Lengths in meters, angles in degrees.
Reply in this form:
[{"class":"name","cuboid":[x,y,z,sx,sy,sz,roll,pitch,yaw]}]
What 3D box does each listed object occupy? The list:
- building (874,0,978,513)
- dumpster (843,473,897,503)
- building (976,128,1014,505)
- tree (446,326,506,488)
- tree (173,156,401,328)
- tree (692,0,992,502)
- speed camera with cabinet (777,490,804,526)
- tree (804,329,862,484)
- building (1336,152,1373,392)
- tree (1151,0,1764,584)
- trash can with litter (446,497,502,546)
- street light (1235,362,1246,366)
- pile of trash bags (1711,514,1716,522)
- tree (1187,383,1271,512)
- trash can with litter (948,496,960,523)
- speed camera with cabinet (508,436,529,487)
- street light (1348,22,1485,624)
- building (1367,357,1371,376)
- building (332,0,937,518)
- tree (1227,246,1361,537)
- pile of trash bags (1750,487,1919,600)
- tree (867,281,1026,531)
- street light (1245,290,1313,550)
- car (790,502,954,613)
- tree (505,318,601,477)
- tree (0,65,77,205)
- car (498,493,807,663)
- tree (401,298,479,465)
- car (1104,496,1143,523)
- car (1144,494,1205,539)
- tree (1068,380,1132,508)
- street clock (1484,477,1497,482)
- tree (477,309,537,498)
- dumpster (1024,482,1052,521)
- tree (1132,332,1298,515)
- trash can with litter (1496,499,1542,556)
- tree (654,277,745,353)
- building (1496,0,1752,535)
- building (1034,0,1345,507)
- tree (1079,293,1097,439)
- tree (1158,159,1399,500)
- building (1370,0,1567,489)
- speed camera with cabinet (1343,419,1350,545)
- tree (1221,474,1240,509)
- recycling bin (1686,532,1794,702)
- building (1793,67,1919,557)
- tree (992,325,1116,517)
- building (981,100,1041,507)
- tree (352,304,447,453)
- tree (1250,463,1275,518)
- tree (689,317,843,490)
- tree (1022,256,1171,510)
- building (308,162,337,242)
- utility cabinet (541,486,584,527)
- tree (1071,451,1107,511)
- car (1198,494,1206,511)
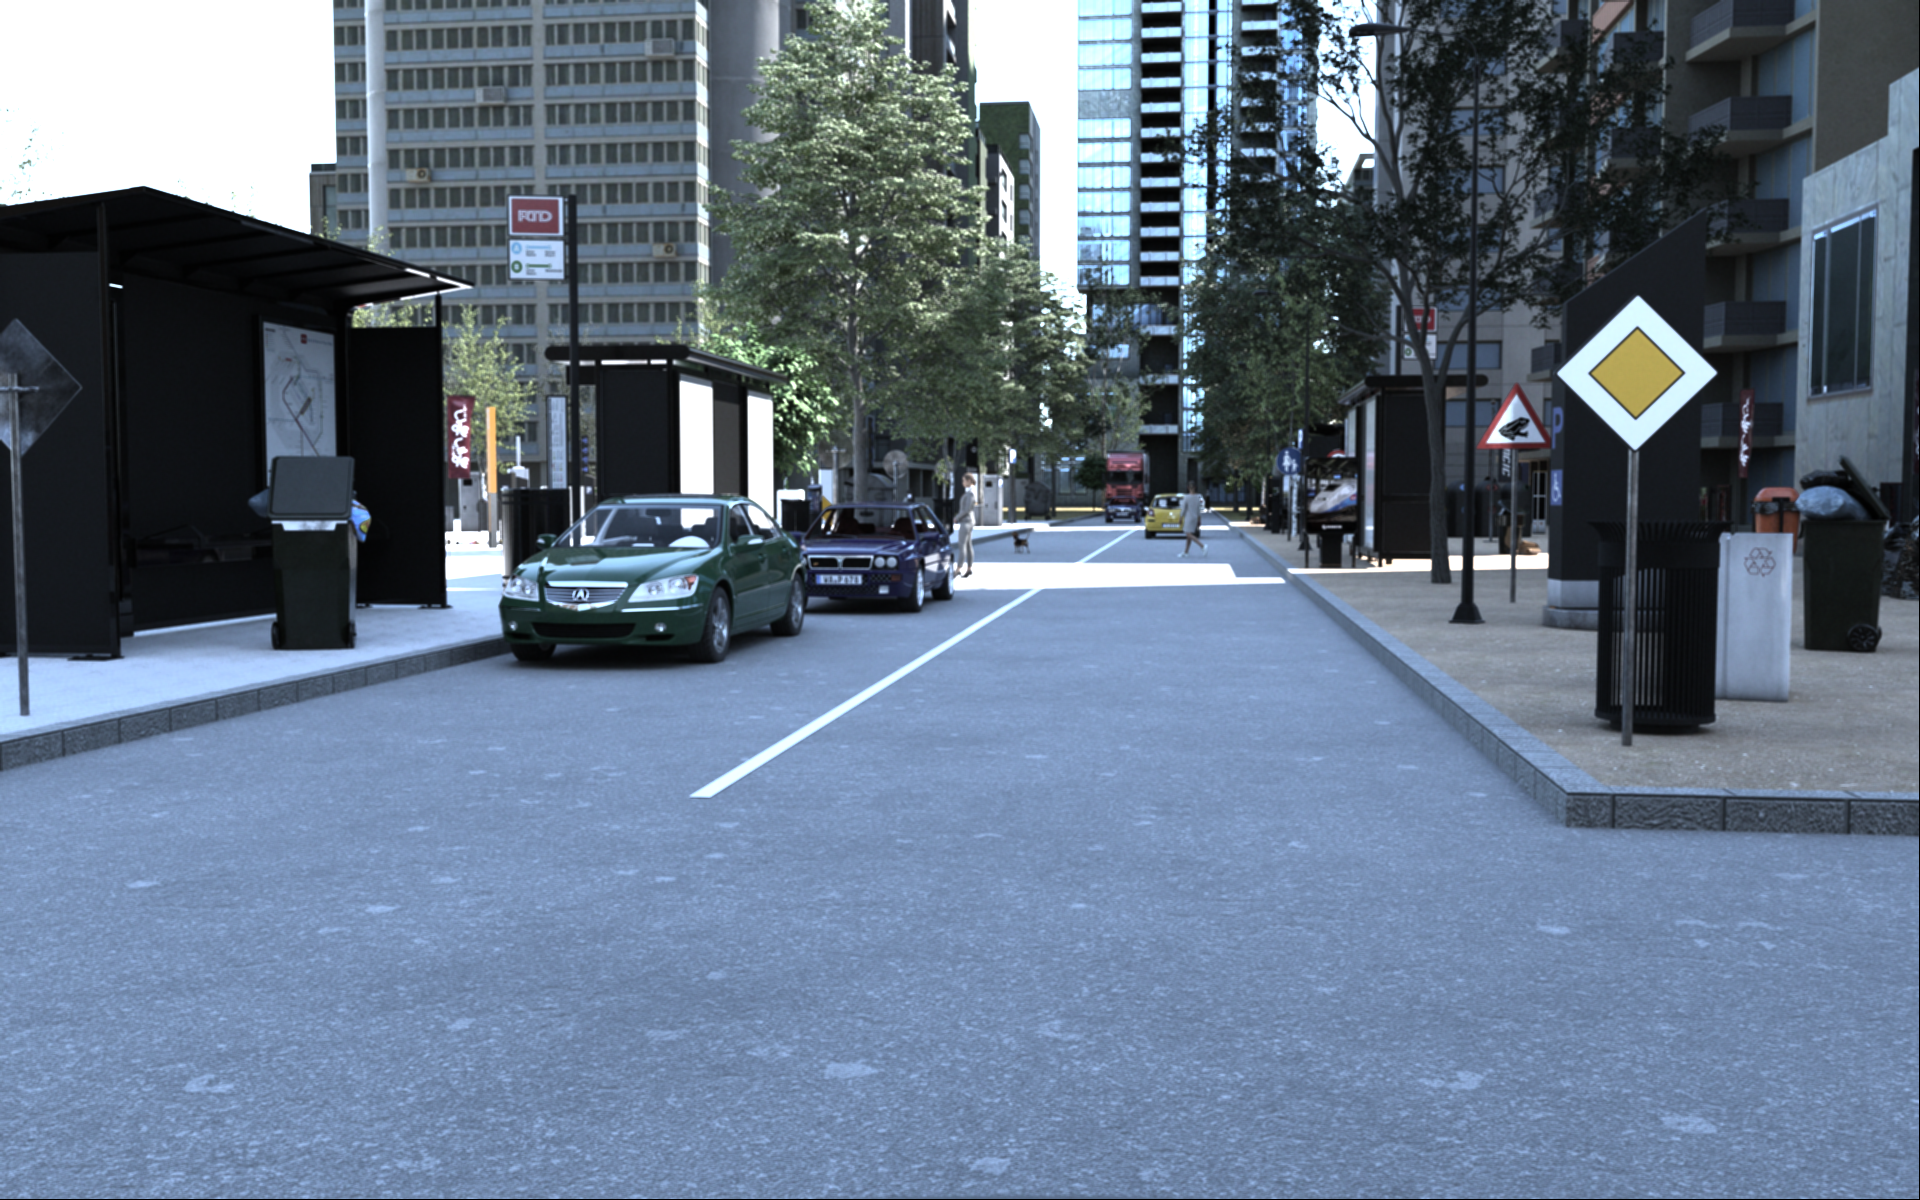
[{"class":"building","cuboid":[-6.621,-26.507,116.978,14.154,41.232,14.086,0,4,8]},{"class":"dumpster","cuboid":[-2.538,-2.615,48.509,1.264,1.857,1.865,0,4,8]},{"class":"building","cuboid":[-2.735,-22.939,146.759,14.107,30.474,14.160,0,4,8]},{"class":"tree","cuboid":[-21.825,-7.621,74.961,4.360,8.622,3.978,0,3,0]},{"class":"tree","cuboid":[-15.911,-5.401,38.675,4.737,8.622,4.395,0,3,0]},{"class":"tree","cuboid":[-2.689,-7.469,40.246,7.486,12.596,7.792,0,3,0]},{"class":"speed camera with cabinet","cuboid":[-7.412,-4.673,70.740,2.038,3.252,0.660,1,4,15]},{"class":"tree","cuboid":[-6.245,-7.689,76.084,4.737,8.622,4.395,0,3,0]},{"class":"building","cuboid":[53.326,-30.232,186.174,23.993,40.220,32.217,0,4,8]},{"class":"tree","cuboid":[6.984,-5.536,24.923,8.767,10.594,7.601,0,4,7]},{"class":"trash can with litter","cuboid":[-12.275,-2.005,43.847,2.233,1.210,1.678,0,4,0]},{"class":"street light","cuboid":[10.345,-5.420,61.164,1.470,5.913,1.316,0,4,8]},{"class":"pile of trash bags","cuboid":[14.188,-1.496,34.219,1.912,1.369,3.447,2,4,32]},{"class":"tree","cuboid":[19.967,-12.515,122.747,7.486,12.596,7.792,0,3,0]},{"class":"trash can with litter","cuboid":[-0.286,-3.981,76.145,1.678,1.210,2.233,-2,4,-30]},{"class":"speed camera with cabinet","cuboid":[-14.504,-3.995,59.656,2.038,3.252,0.660,-1,4,-19]},{"class":"street light","cuboid":[4.520,-2.730,17.171,1.470,5.913,1.316,0,4,8]},{"class":"building","cuboid":[40.558,-50.017,130.453,22.319,86.520,31.000,0,4,8]},{"class":"building","cuboid":[-18.059,-24.907,99.105,32.217,40.220,23.993,0,4,8]},{"class":"tree","cuboid":[10.105,-6.232,52.262,4.737,8.622,4.395,0,3,0]},{"class":"pile of trash bags","cuboid":[11.751,-0.728,21.658,3.447,1.369,1.912,1,4,15]},{"class":"tree","cuboid":[-0.103,-6.678,59.553,4.737,8.622,4.395,0,3,0]},{"class":"street light","cuboid":[7.368,-4.099,39.555,1.470,5.913,1.316,0,4,8]},{"class":"car","cuboid":[-1.142,-0.593,22.272,1.945,1.354,3.894,1,4,8]},{"class":"tree","cuboid":[-16.063,-7.512,73.182,4.360,8.622,3.978,0,3,0]},{"class":"tree","cuboid":[-16.733,-4.801,28.856,4.360,8.622,3.978,0,3,0]},{"class":"car","cuboid":[-2.720,-0.274,16.286,2.131,1.459,4.920,0,4,8]},{"class":"tree","cuboid":[-16.285,-5.909,46.976,4.737,8.622,4.395,0,3,0]},{"class":"car","cuboid":[8.262,-4.576,87.400,1.945,1.354,3.894,0,4,8]},{"class":"car","cuboid":[6.987,-2.841,56.682,2.015,1.641,3.980,1,4,9]},{"class":"tree","cuboid":[13.151,-14.107,156.410,9.928,11.665,9.643,0,3,0]},{"class":"street clock","cuboid":[21.871,-4.094,71.503,0.471,2.002,0.358,2,4,31]},{"class":"tree","cuboid":[-18.369,-7.120,66.778,4.737,8.622,4.395,0,3,0]},{"class":"dumpster","cuboid":[3.767,-4.788,84.046,1.264,1.857,1.865,0,4,8]},{"class":"tree","cuboid":[17.448,-10.963,105.005,9.928,11.665,9.643,0,3,0]},{"class":"trash can with litter","cuboid":[11.799,-1.533,36.457,0.624,1.170,1.055,-2,4,-28]},{"class":"tree","cuboid":[-8.450,-6.550,57.449,4.737,8.622,4.395,0,3,0]},{"class":"building","cuboid":[32.642,-24.823,60.478,22.147,44.769,28.867,0,4,8]},{"class":"building","cuboid":[24.396,-53.229,182.971,31.000,86.520,22.319,0,4,8]},{"class":"tree","cuboid":[2.584,-9.704,76.794,7.486,12.596,7.792,0,3,0]},{"class":"tree","cuboid":[12.597,-9.862,67.896,9.857,13.997,8.962,0,3,0]},{"class":"building","cuboid":[35.207,-34.238,101.783,21.231,58.520,28.212,0,4,8]},{"class":"speed camera with cabinet","cuboid":[10.223,-3.081,44.714,0.660,3.252,2.038,0,4,8]},{"class":"tree","cuboid":[23.135,-9.434,148.849,1.663,3.219,1.824,0,3,0]},{"class":"recycling bin","cuboid":[4.918,0.090,11.086,0.722,1.027,0.722,2,4,26]},{"class":"building","cuboid":[29.727,-43.334,21.177,31.000,86.520,22.319,0,4,8]},{"class":"tree","cuboid":[4.911,-9.858,95.585,7.601,10.594,8.767,-3,4,-38]},{"class":"building","cuboid":[1.173,-30.622,184.263,14.086,41.232,14.154,0,4,8]},{"class":"tree","cuboid":[-19.991,-6.516,56.905,4.360,8.622,3.978,0,3,0]},{"class":"tree","cuboid":[16.267,-5.984,92.437,1.663,3.219,1.824,0,3,0]},{"class":"tree","cuboid":[-3.873,-2.961,32.129,4.285,4.588,4.351,0,3,0]},{"class":"tree","cuboid":[10.849,-17.411,140.555,12.611,20.169,13.585,0,3,0]},{"class":"building","cuboid":[-47.332,-23.312,152.852,14.107,30.474,14.160,0,4,8]},{"class":"utility cabinet","cuboid":[-11.334,-2.490,49.387,1.173,1.500,0.318,-2,4,-26]},{"class":"tree","cuboid":[10.009,-8.849,128.398,4.285,4.588,4.351,0,3,0]},{"class":"car","cuboid":[19.799,-8.223,146.452,2.014,1.417,4.499,0,4,8]}]
